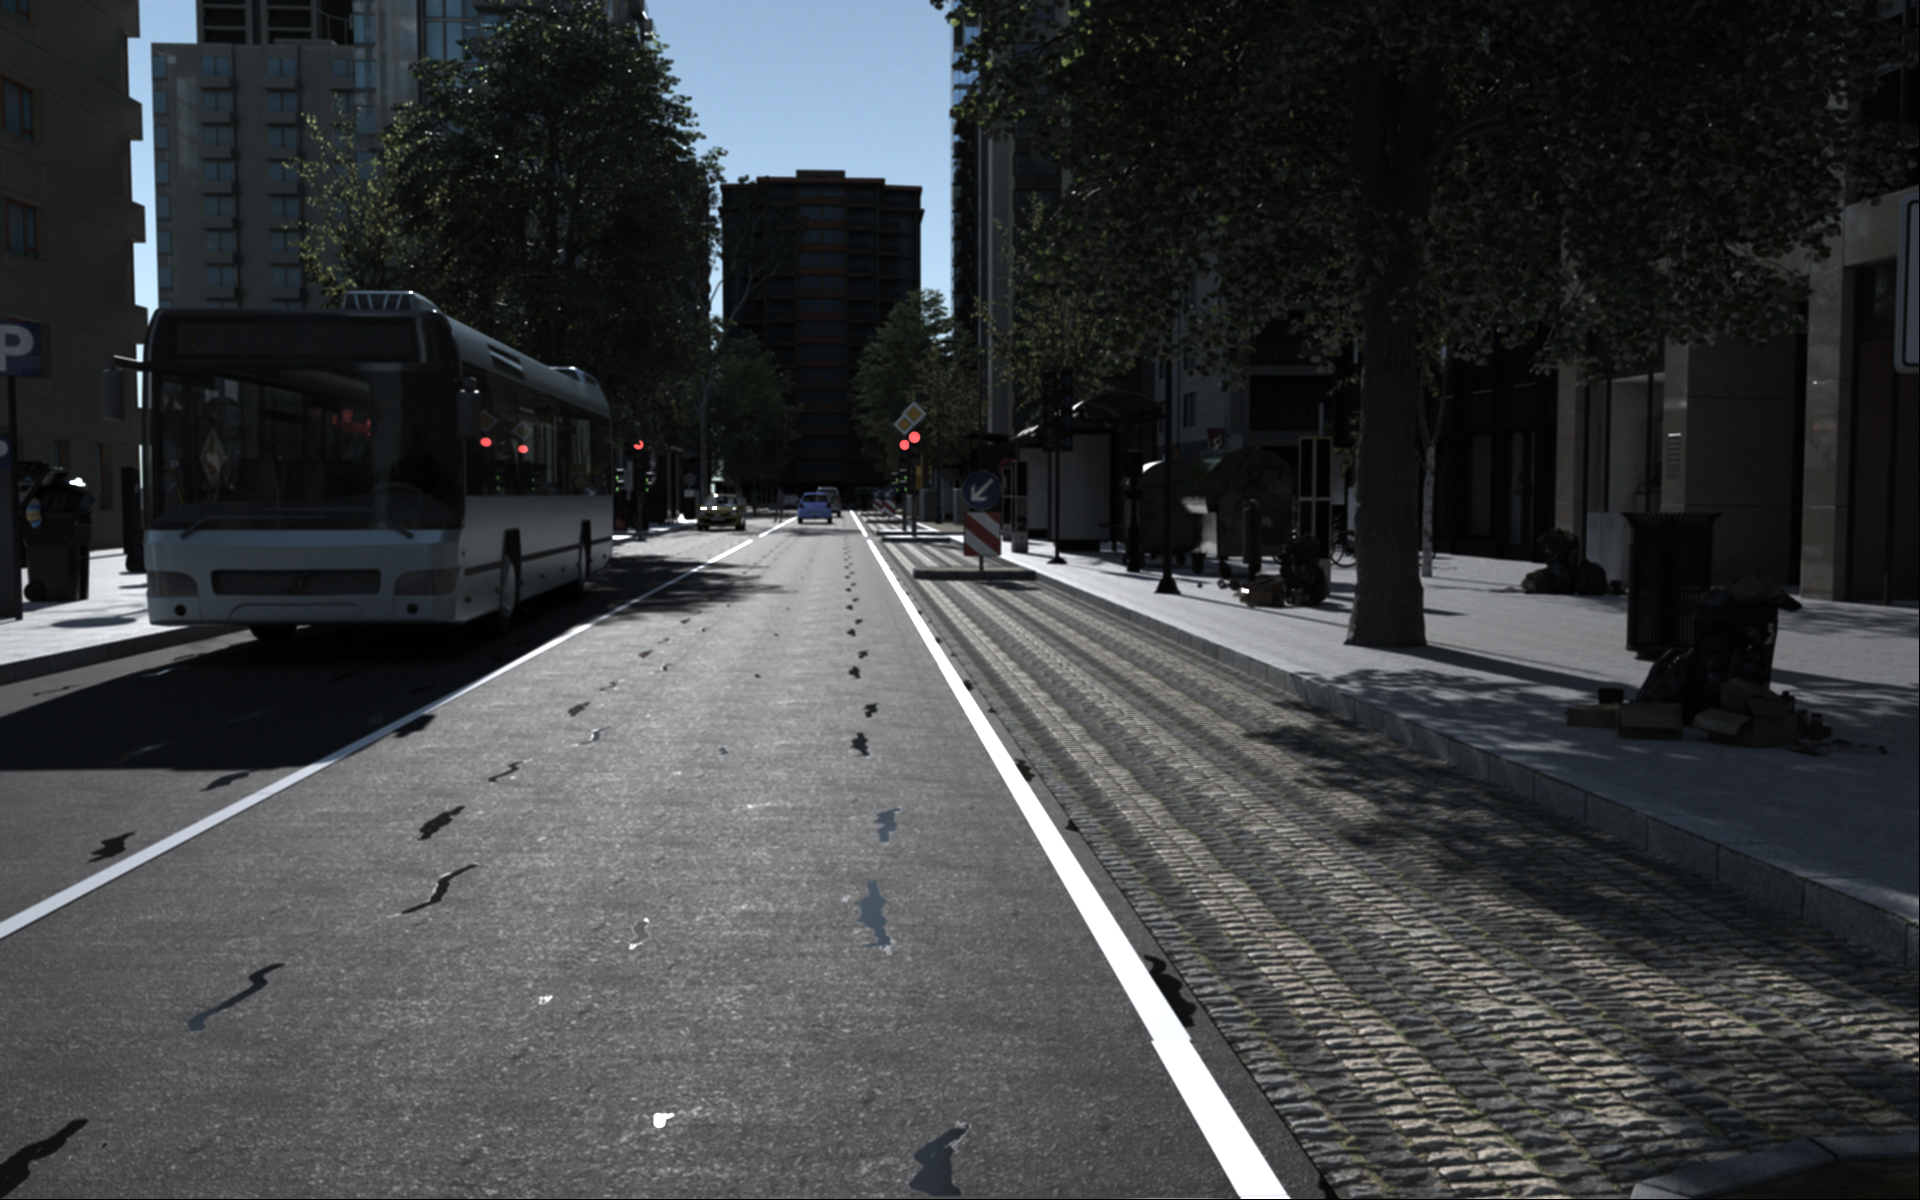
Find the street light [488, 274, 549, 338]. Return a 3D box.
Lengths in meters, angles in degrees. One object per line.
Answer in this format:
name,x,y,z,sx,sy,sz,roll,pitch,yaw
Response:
street light,-9.362,-3.919,36.610,1.470,5.913,1.316,0,4,-4

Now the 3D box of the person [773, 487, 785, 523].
person,-9.065,-4.764,86.730,0.599,1.781,0.374,3,4,37

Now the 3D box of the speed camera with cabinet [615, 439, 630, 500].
speed camera with cabinet,-12.939,-4.187,62.797,2.038,3.252,0.660,2,4,28

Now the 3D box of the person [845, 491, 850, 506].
person,-13.650,-12.306,209.800,0.705,1.812,1.348,1,4,22

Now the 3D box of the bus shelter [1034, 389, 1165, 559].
bus shelter,2.923,-2.594,36.330,2.014,3.302,5.546,0,4,-4

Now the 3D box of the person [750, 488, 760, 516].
person,-13.175,-6.257,111.045,0.600,1.795,0.529,0,4,5

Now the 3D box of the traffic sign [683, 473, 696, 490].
traffic sign,-16.549,-6.479,106.039,0.768,2.556,0.104,0,4,-3

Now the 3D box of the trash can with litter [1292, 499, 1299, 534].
trash can with litter,8.760,-1.944,43.169,1.055,1.170,0.624,-2,4,-31

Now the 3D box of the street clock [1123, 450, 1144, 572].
street clock,2.857,-1.464,28.504,0.358,2.002,0.471,0,4,-6

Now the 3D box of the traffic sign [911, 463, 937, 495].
traffic sign,-2.293,-7.119,110.272,2.265,3.308,0.079,0,4,3

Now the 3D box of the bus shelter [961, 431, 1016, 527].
bus shelter,1.102,-4.668,67.597,1.731,3.624,6.357,0,4,-4

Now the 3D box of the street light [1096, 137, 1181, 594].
street light,2.152,-3.042,22.285,1.470,5.913,1.316,0,4,-4

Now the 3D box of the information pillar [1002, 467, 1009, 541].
information pillar,1.351,-2.612,47.203,0.304,2.012,0.304,2,4,28

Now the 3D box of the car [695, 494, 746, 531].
car,-9.540,-3.613,69.289,2.015,1.641,3.980,0,4,-3

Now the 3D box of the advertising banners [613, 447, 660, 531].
advertising banners,-12.082,-4.187,64.644,2.074,3.025,0.090,1,4,22

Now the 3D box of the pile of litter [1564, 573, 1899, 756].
pile of litter,4.003,0.291,9.200,1.176,0.858,1.719,-1,4,-17

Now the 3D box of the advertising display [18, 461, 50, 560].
advertising display,-18.255,-1.754,33.891,0.974,1.923,0.123,1,4,11

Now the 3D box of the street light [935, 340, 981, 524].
street light,0.062,-4.875,52.251,1.470,5.913,1.316,0,4,-4

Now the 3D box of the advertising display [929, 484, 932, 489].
advertising display,-1.510,-6.268,107.697,0.974,1.923,0.123,-3,5,-43

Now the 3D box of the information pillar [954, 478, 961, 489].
information pillar,-0.097,-4.476,77.676,0.304,2.012,0.304,0,4,5

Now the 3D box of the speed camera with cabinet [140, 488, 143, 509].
speed camera with cabinet,-24.161,-3.445,50.659,0.660,3.252,2.038,-3,5,-40

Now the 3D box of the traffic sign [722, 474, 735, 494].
traffic sign,-15.097,-6.906,112.922,0.884,2.594,0.081,0,4,-2

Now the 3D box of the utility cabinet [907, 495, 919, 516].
utility cabinet,-2.740,-5.489,100.902,0.306,1.237,1.020,-2,4,-35

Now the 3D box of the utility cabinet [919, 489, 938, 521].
utility cabinet,-1.469,-4.473,81.815,0.318,1.500,1.173,2,4,32

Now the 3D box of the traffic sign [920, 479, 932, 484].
traffic sign,-2.138,-6.646,109.852,0.795,2.450,0.064,0,4,2

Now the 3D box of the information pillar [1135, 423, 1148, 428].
information pillar,5.022,-3.466,48.017,0.183,3.616,0.504,-2,4,-33

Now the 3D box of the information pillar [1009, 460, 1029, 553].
information pillar,1.314,-2.048,37.979,0.304,2.012,0.304,-1,4,-14

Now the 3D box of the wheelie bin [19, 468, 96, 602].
wheelie bin,-10.858,-0.794,20.888,0.693,1.594,0.980,0,4,-6

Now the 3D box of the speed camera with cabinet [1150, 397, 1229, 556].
speed camera with cabinet,4.845,-2.538,35.835,0.660,3.252,2.038,-3,5,-43

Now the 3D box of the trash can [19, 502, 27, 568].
trash can,-16.537,-1.143,30.348,0.748,1.137,0.748,0,3,0

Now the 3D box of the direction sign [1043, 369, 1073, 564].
direction sign,1.795,-2.440,31.895,0.379,3.537,0.876,-2,4,-33

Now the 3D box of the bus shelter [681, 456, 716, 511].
bus shelter,-16.600,-7.281,110.333,1.731,3.624,6.357,0,4,-4

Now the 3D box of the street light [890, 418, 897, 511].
street light,-3.555,-8.075,104.567,1.470,5.913,1.316,0,4,-4

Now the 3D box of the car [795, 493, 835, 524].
car,-7.152,-4.635,85.371,1.945,1.707,3.694,0,4,-5

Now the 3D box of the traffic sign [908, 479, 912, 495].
traffic sign,-3.180,-6.570,107.529,0.768,2.556,0.104,0,4,3

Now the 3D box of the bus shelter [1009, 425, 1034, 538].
bus shelter,2.603,-3.293,47.758,2.014,3.302,5.546,0,4,-4

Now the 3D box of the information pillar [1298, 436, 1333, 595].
information pillar,4.533,-1.078,22.121,0.304,2.012,0.304,-2,4,-29

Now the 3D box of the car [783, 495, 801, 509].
car,-16.592,-9.642,170.016,2.083,1.381,4.827,0,4,-4

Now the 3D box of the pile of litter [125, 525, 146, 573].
pile of litter,-13.240,-0.922,29.034,1.176,0.858,1.719,1,4,22

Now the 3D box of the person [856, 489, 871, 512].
person,-7.694,-7.994,138.832,1.348,1.869,0.705,-3,4,-37

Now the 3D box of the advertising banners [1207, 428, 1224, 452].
advertising banners,7.460,-3.014,45.472,2.074,3.025,0.090,2,4,28

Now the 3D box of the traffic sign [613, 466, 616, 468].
traffic sign,-13.478,-4.038,66.132,0.768,2.556,0.104,0,4,0

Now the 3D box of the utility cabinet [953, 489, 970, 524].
utility cabinet,0.299,-3.921,72.791,1.173,1.500,0.318,-2,4,-31

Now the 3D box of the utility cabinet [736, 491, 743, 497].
utility cabinet,-16.878,-7.535,131.880,0.318,1.500,1.173,1,4,10

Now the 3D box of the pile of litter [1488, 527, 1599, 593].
pile of litter,7.819,-0.520,22.475,1.176,0.858,1.719,-3,5,-45

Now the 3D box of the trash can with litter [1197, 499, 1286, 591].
trash can with litter,4.098,-0.777,23.769,1.678,1.210,2.233,0,4,7

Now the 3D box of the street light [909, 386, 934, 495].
street light,-1.460,-6.242,74.601,1.470,5.913,1.316,0,4,-4

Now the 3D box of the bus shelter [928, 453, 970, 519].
bus shelter,-0.500,-5.705,87.198,2.014,3.302,5.546,0,4,-4

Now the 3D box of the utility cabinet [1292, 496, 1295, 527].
utility cabinet,12.776,-3.498,68.352,0.306,1.237,1.020,-2,4,-25

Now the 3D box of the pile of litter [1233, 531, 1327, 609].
pile of litter,3.738,-0.384,20.247,1.176,0.858,1.719,2,4,34

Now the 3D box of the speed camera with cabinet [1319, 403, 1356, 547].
speed camera with cabinet,8.499,-2.638,37.460,2.038,3.252,0.660,3,5,44

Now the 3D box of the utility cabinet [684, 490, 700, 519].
utility cabinet,-13.717,-4.893,88.676,0.318,1.500,1.173,-2,4,-34

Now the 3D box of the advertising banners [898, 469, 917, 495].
advertising banners,-2.913,-6.875,108.591,2.074,3.025,0.090,1,4,13

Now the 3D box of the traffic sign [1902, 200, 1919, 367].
traffic sign,3.511,-0.235,5.974,0.606,2.300,0.079,0,4,5

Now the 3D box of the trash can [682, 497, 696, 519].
trash can,-13.679,-4.642,87.551,0.748,1.137,0.748,0,3,0

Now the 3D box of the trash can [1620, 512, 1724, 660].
trash can,5.527,-0.113,13.495,0.748,1.137,0.748,0,3,0

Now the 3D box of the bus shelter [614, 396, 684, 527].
bus shelter,-12.916,-5.764,71.865,2.179,5.291,8.768,0,4,-4

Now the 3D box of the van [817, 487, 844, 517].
van,-8.342,-6.259,109.344,2.013,2.044,4.112,0,4,-4

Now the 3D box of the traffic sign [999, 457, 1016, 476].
traffic sign,1.722,-3.667,60.060,0.768,2.556,0.104,0,4,4

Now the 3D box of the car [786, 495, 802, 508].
car,-16.879,-10.039,176.720,1.945,1.354,3.894,0,4,-4
